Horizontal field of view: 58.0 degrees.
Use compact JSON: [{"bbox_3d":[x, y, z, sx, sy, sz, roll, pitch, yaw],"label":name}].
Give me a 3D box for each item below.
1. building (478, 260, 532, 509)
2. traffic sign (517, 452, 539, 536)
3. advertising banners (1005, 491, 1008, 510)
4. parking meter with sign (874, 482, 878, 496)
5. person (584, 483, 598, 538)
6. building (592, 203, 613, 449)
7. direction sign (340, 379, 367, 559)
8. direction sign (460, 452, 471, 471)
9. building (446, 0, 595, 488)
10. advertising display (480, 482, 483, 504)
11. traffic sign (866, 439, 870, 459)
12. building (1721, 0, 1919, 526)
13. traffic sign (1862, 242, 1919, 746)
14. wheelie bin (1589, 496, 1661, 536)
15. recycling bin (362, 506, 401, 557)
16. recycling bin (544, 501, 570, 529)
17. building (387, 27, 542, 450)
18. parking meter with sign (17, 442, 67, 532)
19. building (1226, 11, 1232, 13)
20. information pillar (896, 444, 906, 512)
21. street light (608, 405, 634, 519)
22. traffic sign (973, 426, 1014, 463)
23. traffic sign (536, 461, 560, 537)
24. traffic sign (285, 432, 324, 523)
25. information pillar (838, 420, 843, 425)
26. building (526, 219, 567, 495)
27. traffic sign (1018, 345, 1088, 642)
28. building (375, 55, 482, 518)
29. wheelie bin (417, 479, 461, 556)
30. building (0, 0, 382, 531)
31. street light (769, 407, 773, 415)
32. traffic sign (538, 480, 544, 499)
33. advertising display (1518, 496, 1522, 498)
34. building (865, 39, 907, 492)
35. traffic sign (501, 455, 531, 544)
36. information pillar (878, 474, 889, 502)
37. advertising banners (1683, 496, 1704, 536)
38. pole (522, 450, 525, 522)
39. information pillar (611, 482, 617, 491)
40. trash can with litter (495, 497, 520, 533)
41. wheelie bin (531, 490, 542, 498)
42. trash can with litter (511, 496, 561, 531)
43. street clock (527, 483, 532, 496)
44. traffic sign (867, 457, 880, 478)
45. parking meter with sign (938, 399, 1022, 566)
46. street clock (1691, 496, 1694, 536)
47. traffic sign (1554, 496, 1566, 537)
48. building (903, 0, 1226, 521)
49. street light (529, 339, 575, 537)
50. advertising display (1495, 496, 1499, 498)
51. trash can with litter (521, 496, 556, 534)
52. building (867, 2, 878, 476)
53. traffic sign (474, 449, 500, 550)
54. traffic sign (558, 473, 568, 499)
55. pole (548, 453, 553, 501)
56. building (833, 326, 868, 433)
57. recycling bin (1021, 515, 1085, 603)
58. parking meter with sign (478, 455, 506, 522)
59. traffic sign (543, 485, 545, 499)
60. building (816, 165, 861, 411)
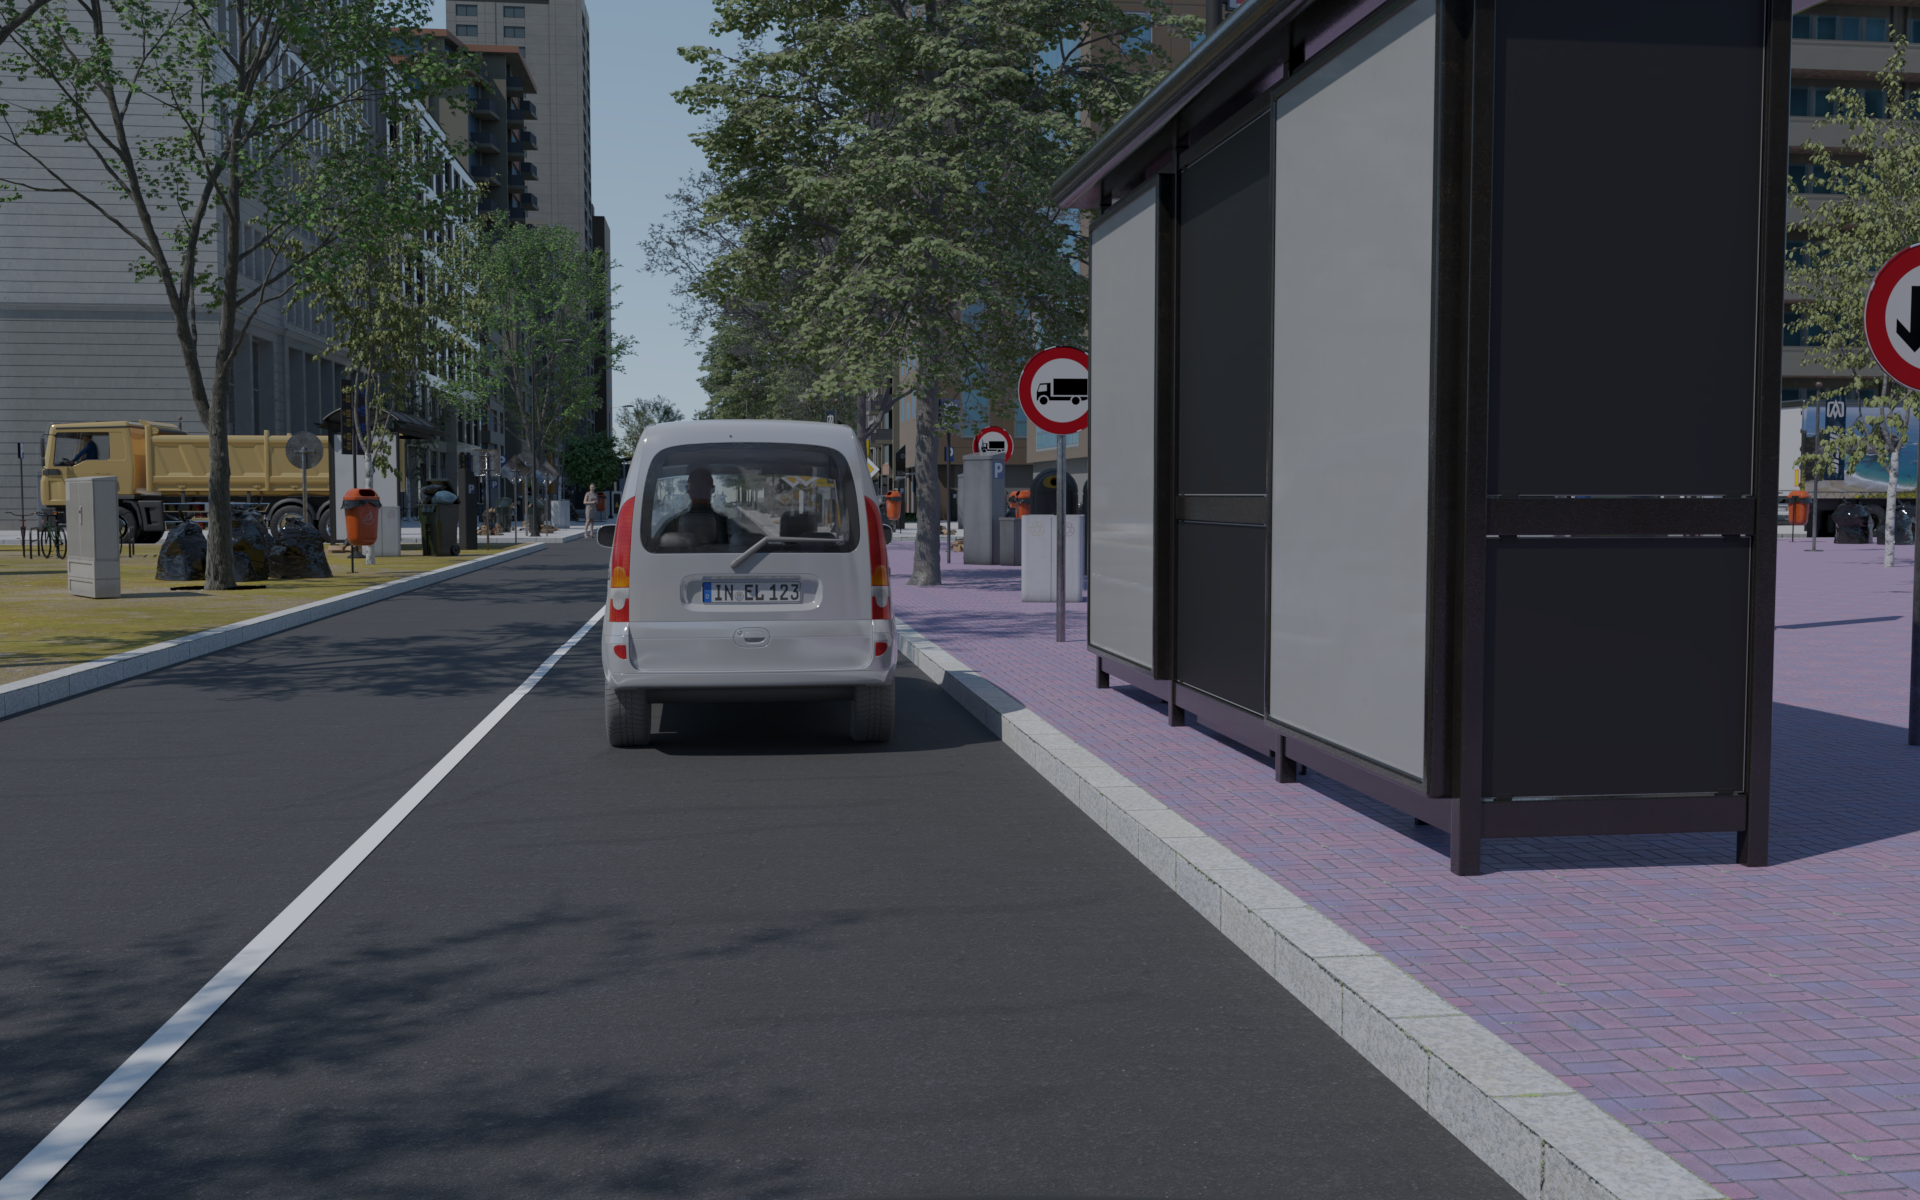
[{"bbox_3d":[-49.796,-17.914,137.933,27.650,21.520,28.899,0,4,-8],"label":"building"},{"bbox_3d":[-13.217,-3.221,52.767,0.768,2.556,0.104,0,4,-5],"label":"traffic sign"},{"bbox_3d":[1.480,-4.295,66.418,0.090,3.025,2.074,1,4,21],"label":"advertising banners"},{"bbox_3d":[-5.146,-7.069,111.839,1.738,3.016,0.543,1,4,13],"label":"parking meter with sign"},{"bbox_3d":[-12.003,-2.909,56.401,0.374,1.781,0.599,3,5,44],"label":"person"},{"bbox_3d":[-61.629,-37.881,269.472,14.600,45.320,14.200,0,4,-8],"label":"building"},{"bbox_3d":[-12.060,-2.601,34.519,0.379,3.537,0.876,1,4,13],"label":"direction sign"},{"bbox_3d":[-26.819,-6.240,94.025,0.379,3.537,0.876,1,4,19],"label":"direction sign"},{"bbox_3d":[-61.596,-49.661,250.216,20.563,71.187,20.611,0,4,-8],"label":"building"},{"bbox_3d":[-26.096,-5.504,95.205,0.123,1.923,0.974,1,4,14],"label":"advertising display"},{"bbox_3d":[-4.444,-4.282,63.876,2.265,3.308,0.079,0,4,-2],"label":"traffic sign"},{"bbox_3d":[39.872,-27.872,79.409,21.600,48.544,21.300,0,4,-8],"label":"building"},{"bbox_3d":[4.894,-0.530,8.779,0.768,2.556,0.104,0,4,-4],"label":"traffic sign"},{"bbox_3d":[8.235,-0.833,21.536,0.693,1.594,0.980,-2,4,-25],"label":"wheelie bin"},{"bbox_3d":[-11.900,-1.409,35.596,0.722,1.027,0.722,-1,4,-22],"label":"recycling bin"},{"bbox_3d":[-15.062,-3.189,64.700,0.722,1.027,0.722,1,4,18],"label":"recycling bin"},{"bbox_3d":[-52.314,-31.276,165.979,22.147,44.769,28.867,0,4,-8],"label":"building"},{"bbox_3d":[-30.889,-3.821,58.732,1.738,3.016,0.543,-1,4,-18],"label":"parking meter with sign"},{"bbox_3d":[10.964,-25.807,72.049,14.200,45.320,14.600,0,4,-8],"label":"building"},{"bbox_3d":[-2.773,-5.510,81.441,0.504,3.616,0.183,-1,4,-22],"label":"information pillar"},{"bbox_3d":[-17.672,-7.197,90.219,1.470,5.913,1.316,0,4,-8],"label":"street light"},{"bbox_3d":[0.617,-1.980,32.474,0.768,2.556,0.104,0,4,-1],"label":"traffic sign"},{"bbox_3d":[-12.445,-2.967,52.146,0.795,2.450,0.064,0,4,-8],"label":"traffic sign"},{"bbox_3d":[-13.388,-2.158,35.394,0.768,2.556,0.104,0,4,-2],"label":"traffic sign"},{"bbox_3d":[-3.582,-3.792,53.357,0.504,3.616,0.183,0,4,1],"label":"information pillar"},{"bbox_3d":[-65.500,-32.778,227.794,32.217,40.220,23.993,0,4,-8],"label":"building"},{"bbox_3d":[0.876,-0.908,14.957,0.768,2.556,0.104,0,4,-3],"label":"traffic sign"},{"bbox_3d":[-41.542,-18.420,105.682,19.350,26.468,34.151,0,4,-8],"label":"building"},{"bbox_3d":[-10.793,-1.712,35.907,0.980,1.594,0.693,2,4,28],"label":"wheelie bin"},{"bbox_3d":[-33.490,-18.164,74.470,11.434,29.767,29.804,0,4,-8],"label":"building"},{"bbox_3d":[-10.201,-7.150,89.441,1.470,5.913,1.316,0,4,-8],"label":"street light"},{"bbox_3d":[-20.468,-5.120,84.901,0.795,2.450,0.064,0,4,-4],"label":"traffic sign"},{"bbox_3d":[24.764,-4.420,77.484,0.123,1.923,0.974,-2,4,-25],"label":"advertising display"},{"bbox_3d":[2.574,-30.858,159.155,22.147,44.769,28.867,0,4,-8],"label":"building"},{"bbox_3d":[-11.351,-2.483,44.236,0.795,2.450,0.064,0,4,-8],"label":"traffic sign"},{"bbox_3d":[-2.856,-3.670,64.490,0.304,2.012,0.304,-2,4,-25],"label":"information pillar"},{"bbox_3d":[16.035,-2.536,37.644,0.090,3.025,2.074,3,4,38],"label":"advertising banners"},{"bbox_3d":[-20.238,-5.294,80.403,0.158,3.312,0.155,0,3,0],"label":"pole"},{"bbox_3d":[-21.046,-6.157,105.166,0.304,2.012,0.304,1,4,15],"label":"information pillar"},{"bbox_3d":[-15.156,-2.813,57.383,0.624,1.170,1.055,0,4,7],"label":"trash can with litter"},{"bbox_3d":[-27.792,-6.472,113.732,0.980,1.594,0.693,3,4,36],"label":"wheelie bin"},{"bbox_3d":[-14.913,-3.018,60.394,2.233,1.210,1.678,0,4,-7],"label":"trash can with litter"},{"bbox_3d":[-26.621,-6.276,107.176,0.471,2.002,0.358,-3,5,-44],"label":"street clock"},{"bbox_3d":[-2.851,-3.170,53.014,0.795,2.450,0.064,0,4,-2],"label":"traffic sign"},{"bbox_3d":[0.430,-2.149,31.390,1.738,3.016,0.543,3,5,39],"label":"parking meter with sign"},{"bbox_3d":[16.700,-2.135,39.474,0.471,2.002,0.358,1,4,11],"label":"street clock"},{"bbox_3d":[4.297,-0.751,12.391,0.768,2.556,0.104,0,4,-6],"label":"traffic sign"},{"bbox_3d":[4.443,-26.860,89.272,14.600,45.320,14.200,0,4,-8],"label":"building"},{"bbox_3d":[-12.239,-4.859,51.991,1.470,5.913,1.316,0,4,-8],"label":"street light"},{"bbox_3d":[30.123,-5.548,95.919,0.974,1.923,0.123,2,4,28],"label":"advertising display"},{"bbox_3d":[-13.612,-2.755,56.436,1.055,1.170,0.624,2,4,29],"label":"trash can with litter"},{"bbox_3d":[-0.907,-45.538,182.796,20.563,71.187,20.611,0,4,-8],"label":"building"},{"bbox_3d":[-10.766,-2.283,39.460,0.606,2.300,0.079,0,4,1],"label":"traffic sign"},{"bbox_3d":[-22.542,-6.017,98.486,0.768,2.556,0.104,0,4,2],"label":"traffic sign"},{"bbox_3d":[-20.439,-5.667,86.506,0.158,3.312,0.155,0,3,0],"label":"pole"},{"bbox_3d":[-10.238,-28.102,231.175,14.160,30.474,14.107,0,4,-8],"label":"building"},{"bbox_3d":[1.122,-0.504,20.795,0.722,1.027,0.722,0,4,6],"label":"recycling bin"},{"bbox_3d":[-21.207,-5.019,78.324,1.738,3.016,0.543,3,5,43],"label":"parking meter with sign"},{"bbox_3d":[-21.686,-5.523,90.300,0.884,2.594,0.081,0,3,0],"label":"traffic sign"},{"bbox_3d":[-9.607,-38.271,249.431,21.300,48.544,21.600,0,4,-8],"label":"building"}]
